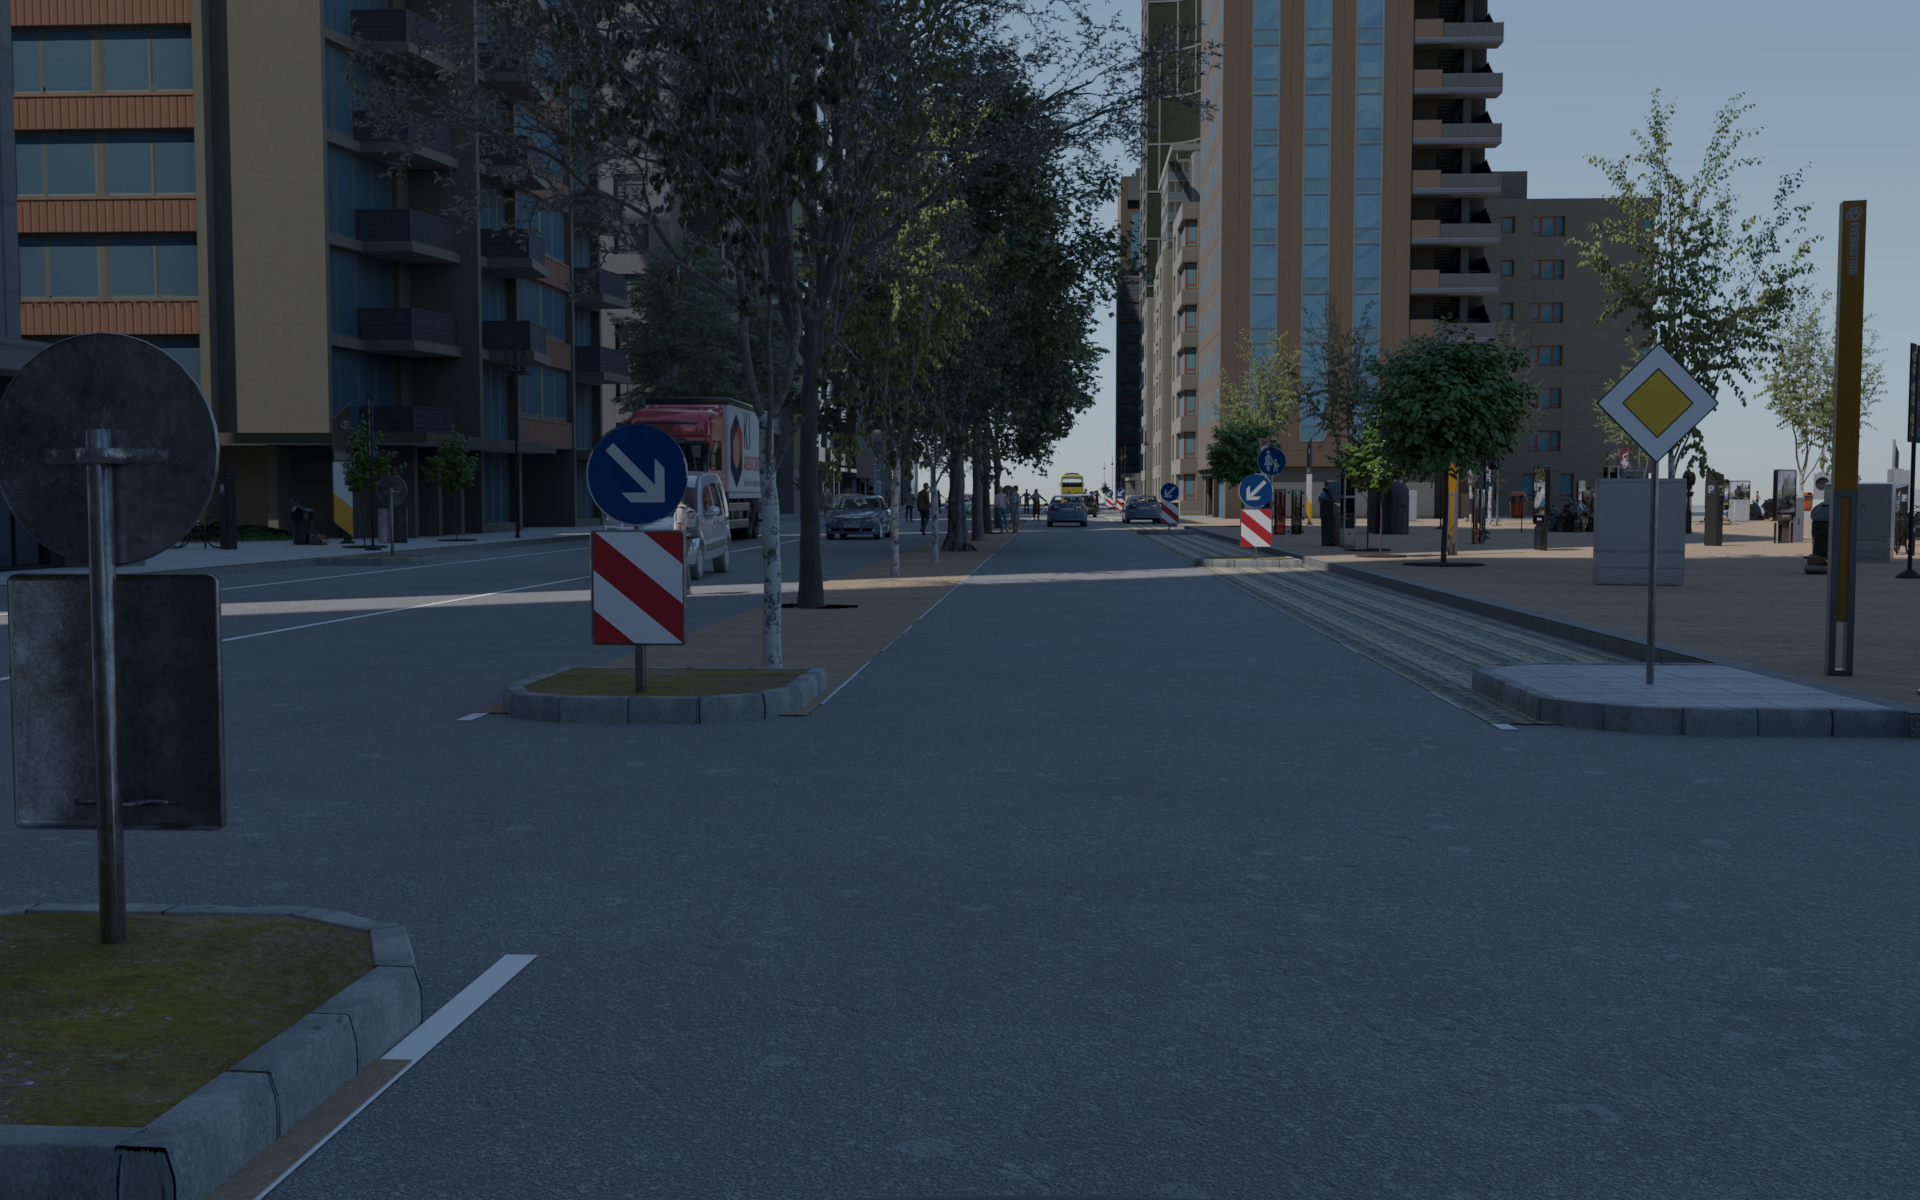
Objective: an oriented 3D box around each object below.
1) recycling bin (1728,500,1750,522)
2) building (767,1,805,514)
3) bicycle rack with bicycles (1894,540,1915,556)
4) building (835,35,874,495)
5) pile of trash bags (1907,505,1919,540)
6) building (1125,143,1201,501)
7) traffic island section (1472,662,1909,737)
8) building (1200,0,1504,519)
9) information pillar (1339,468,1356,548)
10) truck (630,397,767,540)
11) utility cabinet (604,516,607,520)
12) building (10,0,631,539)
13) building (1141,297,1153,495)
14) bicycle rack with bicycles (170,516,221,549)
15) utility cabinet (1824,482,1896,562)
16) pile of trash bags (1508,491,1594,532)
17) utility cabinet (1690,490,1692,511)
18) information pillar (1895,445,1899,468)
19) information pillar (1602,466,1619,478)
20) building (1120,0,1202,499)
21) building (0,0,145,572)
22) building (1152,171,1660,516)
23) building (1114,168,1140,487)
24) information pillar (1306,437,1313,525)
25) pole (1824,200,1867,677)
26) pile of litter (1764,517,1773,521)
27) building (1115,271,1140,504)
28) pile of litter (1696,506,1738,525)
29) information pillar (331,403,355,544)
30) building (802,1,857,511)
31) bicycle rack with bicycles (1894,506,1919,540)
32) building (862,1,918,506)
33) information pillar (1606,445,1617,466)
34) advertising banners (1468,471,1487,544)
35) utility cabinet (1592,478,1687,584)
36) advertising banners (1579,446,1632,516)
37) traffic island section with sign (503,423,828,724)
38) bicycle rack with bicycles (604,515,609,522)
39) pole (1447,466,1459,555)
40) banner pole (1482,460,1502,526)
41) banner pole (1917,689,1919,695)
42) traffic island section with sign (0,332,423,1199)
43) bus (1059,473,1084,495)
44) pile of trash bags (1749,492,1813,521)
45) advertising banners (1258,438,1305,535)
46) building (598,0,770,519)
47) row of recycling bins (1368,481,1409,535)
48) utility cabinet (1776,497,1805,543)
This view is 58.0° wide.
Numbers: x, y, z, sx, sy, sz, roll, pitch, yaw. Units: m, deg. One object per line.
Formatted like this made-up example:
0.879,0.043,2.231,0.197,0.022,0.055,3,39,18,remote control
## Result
35.498,-4.062,78.963,0.722,1.027,0.722,0,4,-1,recycling bin
-17.791,-26.019,109.001,14.154,41.232,14.086,0,4,3,building
19.768,-1.456,37.183,2.852,0.926,2.925,3,4,36,bicycle rack with bicycles
-15.377,-30.845,154.422,14.600,45.320,14.200,0,4,3,building
28.174,-2.331,47.858,3.447,1.369,1.912,-1,4,-9,pile of trash bags
33.760,-29.962,181.763,32.217,40.220,23.993,0,4,3,building
4.677,0.647,11.702,2.009,0.180,2.903,0,4,3,traffic island section
20.644,-27.180,94.506,14.600,45.320,14.200,0,4,3,building
9.268,-2.255,41.369,0.304,2.012,0.304,0,4,-7,information pillar
-7.818,-3.884,52.424,2.839,4.237,11.283,0,4,2,truck
-17.973,-4.677,85.141,1.173,1.500,0.318,0,4,7,utility cabinet
-24.734,-24.926,62.159,22.147,44.769,28.867,0,4,3,building
29.867,-18.401,145.897,27.650,21.520,28.899,0,4,3,building
-18.862,-1.632,40.066,2.925,0.926,2.852,1,4,12,bicycle rack with bicycles
17.011,-1.475,32.789,1.173,1.500,0.318,3,5,40,utility cabinet
20.154,-2.987,58.583,3.447,1.369,1.912,-1,4,-13,pile of trash bags
23.375,-2.949,56.893,1.173,1.500,0.318,0,4,7,utility cabinet
43.951,-5.505,81.369,0.183,3.616,0.504,1,4,11,information pillar
16.877,-2.476,44.970,0.304,2.012,0.304,-1,4,-11,information pillar
29.738,-46.863,204.461,20.563,71.187,20.611,0,4,3,building
-25.045,-35.883,24.939,20.563,71.187,20.611,0,4,3,building
27.774,-16.595,116.360,27.650,21.520,28.899,0,4,3,building
28.620,-35.914,237.300,14.600,45.320,14.200,0,4,3,building
14.502,-4.925,71.882,0.183,3.616,0.504,0,4,-6,information pillar
6.221,-1.121,12.164,0.158,3.312,0.155,0,3,0,pole
38.609,-4.124,81.388,1.176,0.858,1.719,-1,4,-9,pile of litter
27.038,-27.616,223.218,14.160,30.474,14.107,0,4,3,building
31.599,-3.556,72.098,1.719,0.858,1.176,3,5,40,pile of litter
-15.926,-3.263,44.701,0.504,3.616,0.183,-3,4,-39,information pillar
-20.793,-31.357,132.301,23.786,49.044,30.456,0,4,3,building
29.228,-2.373,52.183,2.852,0.926,2.925,1,4,8,bicycle rack with bicycles
-16.037,-55.359,217.783,22.319,86.520,31.000,0,4,3,building
31.233,-5.610,83.074,0.504,3.616,0.183,-1,4,-14,information pillar
13.198,-2.940,44.265,0.090,3.025,2.074,2,4,29,advertising banners
9.562,-0.961,24.392,1.173,1.500,0.318,1,4,10,utility cabinet
23.710,-4.123,63.591,2.074,3.025,0.090,-1,4,-10,advertising banners
-2.027,-0.221,11.756,2.006,1.907,1.989,0,4,3,traffic island section with sign
-15.333,-4.045,79.512,2.852,0.926,2.925,1,4,18,bicycle rack with bicycles
10.391,-2.606,36.452,0.158,3.312,0.155,0,3,0,pole
21.369,-4.866,69.572,0.863,3.779,0.401,0,4,4,banner pole
6.495,-1.285,11.021,0.863,3.779,0.401,-2,4,-35,banner pole
-2.472,0.231,4.362,2.006,1.907,1.989,0,4,3,traffic island section with sign
12.913,-12.739,199.833,2.896,3.916,12.252,0,4,3,bus
39.884,-4.537,83.932,3.447,1.369,1.912,-1,4,-17,pile of trash bags
10.082,-3.562,54.419,2.074,3.025,0.090,-2,4,-35,advertising banners
-18.520,-19.784,95.173,14.160,30.474,14.107,0,4,3,building
13.925,-3.024,56.552,1.069,1.692,3.534,0,4,5,row of recycling bins
22.074,-2.132,46.022,1.020,1.237,0.306,-3,5,-41,utility cabinet
